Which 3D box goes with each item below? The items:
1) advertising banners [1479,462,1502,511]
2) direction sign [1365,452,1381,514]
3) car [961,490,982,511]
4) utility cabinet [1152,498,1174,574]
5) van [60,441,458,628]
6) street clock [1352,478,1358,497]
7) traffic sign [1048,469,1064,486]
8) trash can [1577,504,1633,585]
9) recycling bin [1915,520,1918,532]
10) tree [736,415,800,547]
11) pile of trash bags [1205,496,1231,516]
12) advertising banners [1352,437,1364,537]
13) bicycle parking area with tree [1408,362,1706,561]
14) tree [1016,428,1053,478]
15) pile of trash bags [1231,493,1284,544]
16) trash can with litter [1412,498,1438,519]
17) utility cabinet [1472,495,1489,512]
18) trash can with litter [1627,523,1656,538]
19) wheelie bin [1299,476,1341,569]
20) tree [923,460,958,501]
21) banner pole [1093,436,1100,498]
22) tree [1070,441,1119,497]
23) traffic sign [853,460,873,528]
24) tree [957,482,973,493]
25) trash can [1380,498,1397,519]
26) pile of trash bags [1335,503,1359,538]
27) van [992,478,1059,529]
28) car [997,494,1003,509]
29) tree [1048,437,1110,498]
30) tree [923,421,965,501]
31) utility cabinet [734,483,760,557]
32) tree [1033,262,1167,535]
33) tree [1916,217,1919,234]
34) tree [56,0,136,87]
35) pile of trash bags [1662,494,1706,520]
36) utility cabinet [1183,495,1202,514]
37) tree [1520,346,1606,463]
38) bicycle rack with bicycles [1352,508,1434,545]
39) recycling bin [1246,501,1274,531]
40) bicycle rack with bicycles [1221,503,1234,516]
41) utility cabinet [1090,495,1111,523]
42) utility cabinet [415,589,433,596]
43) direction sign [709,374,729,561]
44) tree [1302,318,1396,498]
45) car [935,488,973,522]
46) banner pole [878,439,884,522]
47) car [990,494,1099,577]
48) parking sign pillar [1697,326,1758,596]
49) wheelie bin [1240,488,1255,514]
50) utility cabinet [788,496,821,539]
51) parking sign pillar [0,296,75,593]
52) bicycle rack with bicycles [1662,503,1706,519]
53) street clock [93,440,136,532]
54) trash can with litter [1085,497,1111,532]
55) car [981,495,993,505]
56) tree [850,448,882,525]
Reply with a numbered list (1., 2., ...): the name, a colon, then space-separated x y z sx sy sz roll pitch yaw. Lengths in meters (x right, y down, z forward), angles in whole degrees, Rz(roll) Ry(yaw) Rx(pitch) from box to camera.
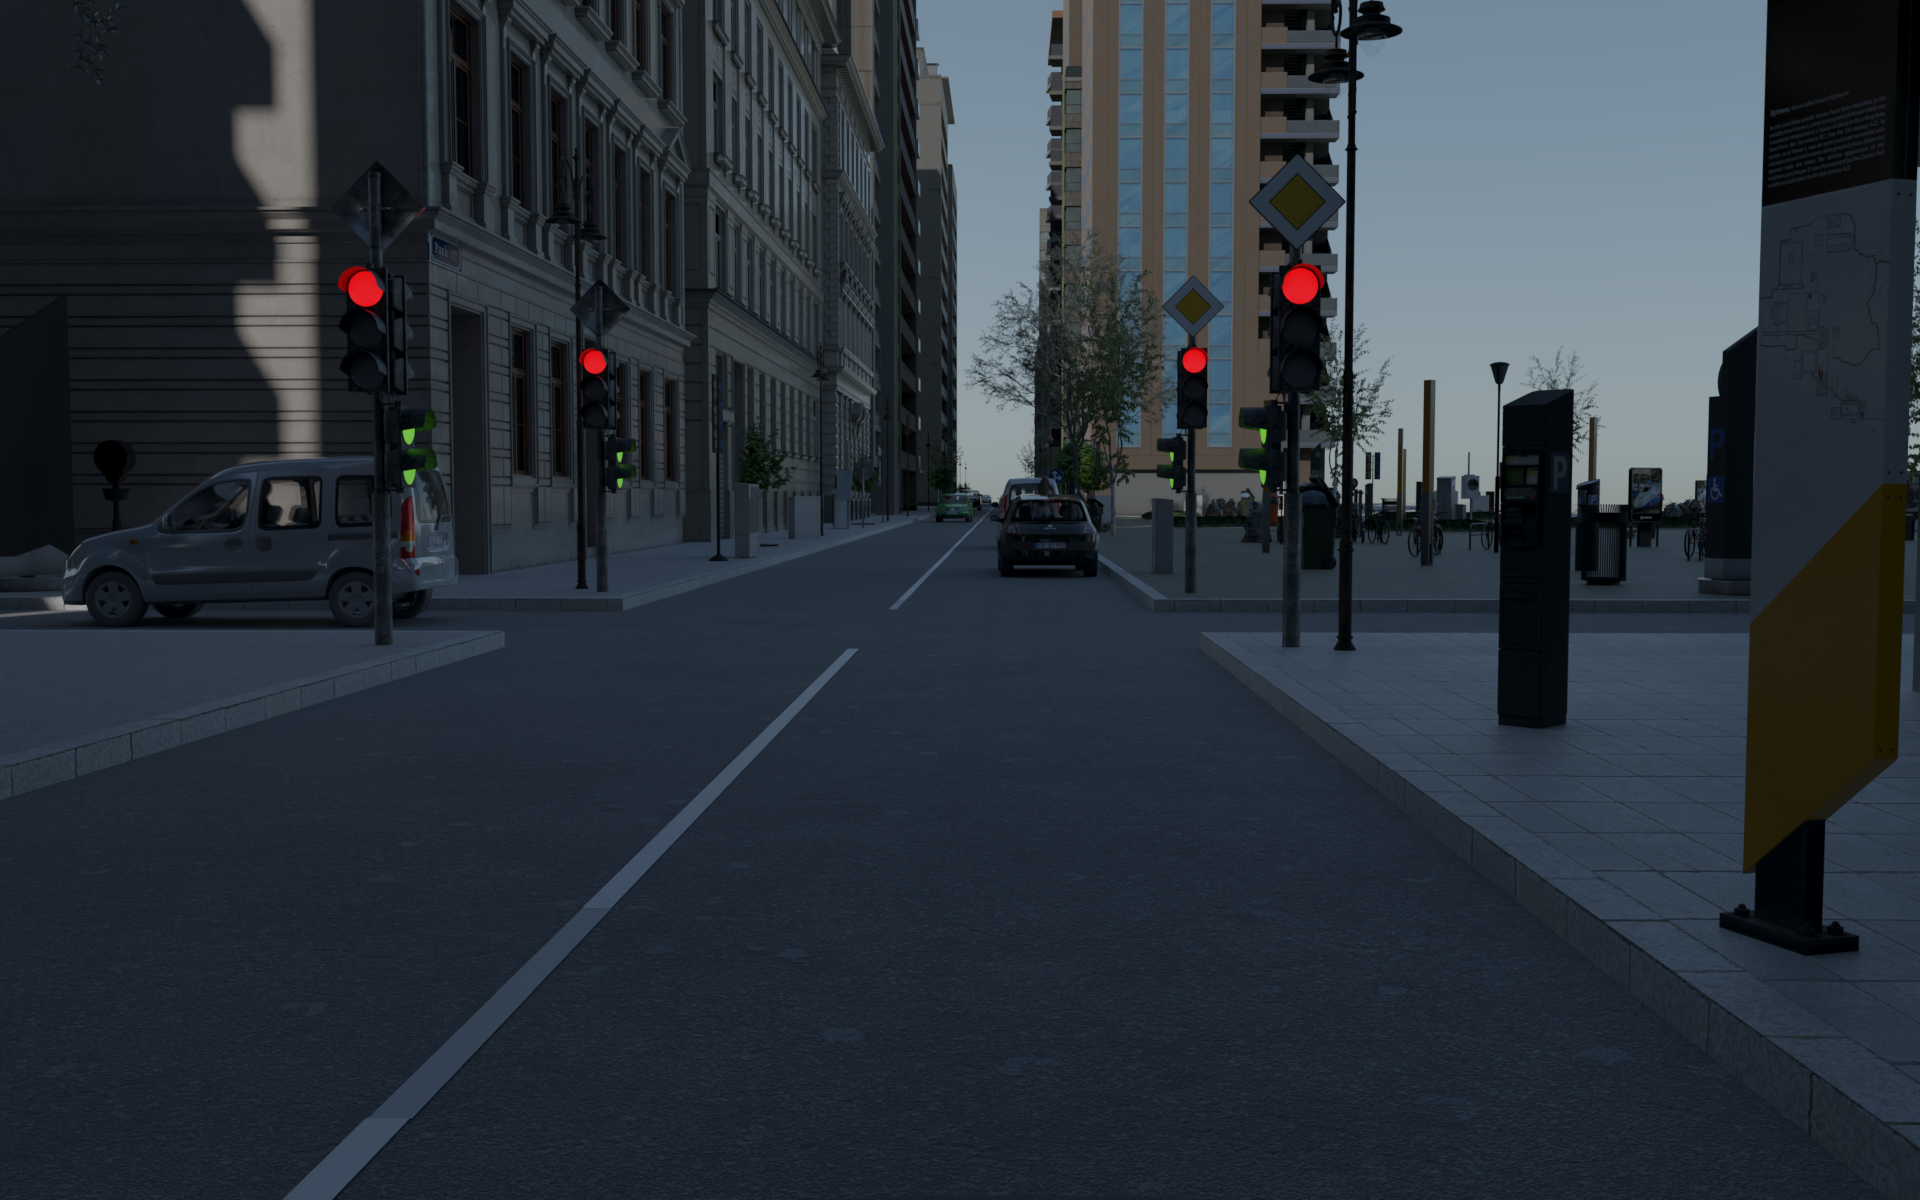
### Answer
1. advertising banners: 28.872 -6.007 94.406 2.074 3.025 0.090 3 4 37
2. direction sign: 22.241 -6.199 93.348 0.876 3.537 0.379 -1 4 -14
3. car: 0.847 -8.801 152.563 2.281 1.827 5.304 0 4 2
4. utility cabinet: 3.321 -1.052 28.368 0.306 1.237 1.020 0 4 3
5. van: -7.797 -0.753 19.326 4.112 2.044 2.013 0 4 1
6. street clock: 17.612 -4.477 77.774 0.358 2.002 0.471 -3 5 -41
7. traffic sign: 4.867 -5.364 87.807 0.768 2.556 0.104 0 4 4
8. trash can: 9.107 -0.785 24.483 0.748 1.137 0.748 0 3 0
9. recycling bin: 32.690 -2.868 59.448 0.722 1.027 0.722 3 5 42
10. tree: -5.015 -2.924 42.417 1.663 3.219 1.824 0 3 0
11. pile of trash bags: 14.367 -4.973 91.065 1.912 1.369 3.447 3 5 39
12. advertising banners: 12.053 -3.457 52.706 0.090 3.025 2.074 0 4 3
13. bicycle parking area with tree: 14.068 -3.030 36.539 8.231 4.147 9.016 3 5 44
14. tree: 8.272 -14.397 185.760 4.360 8.622 3.978 0 3 0
15. pile of trash bags: 8.336 -2.205 45.812 1.912 1.369 3.447 1 4 13
16. trash can with litter: 18.967 -3.638 70.872 1.055 1.170 0.624 -1 4 -17
17. utility cabinet: 27.244 -4.876 90.885 1.020 1.237 0.306 -1 4 -19
18. trash can with litter: 19.541 -2.353 49.865 0.624 1.170 1.055 -3 4 -39
19. wheelie bin: 6.093 -1.332 29.679 0.693 1.594 0.980 0 4 -4
20. tree: -1.880 -11.198 166.807 4.285 4.588 4.351 0 3 0
21. banner pole: 5.697 -5.031 72.266 0.401 3.779 0.863 -1 4 -18
22. tree: 4.569 -4.074 61.214 1.663 3.219 1.824 0 3 0
23. traffic sign: -3.658 -3.989 65.329 0.768 2.556 0.104 0 4 3
24. tree: 0.757 -15.425 246.793 1.663 3.219 1.824 0 3 0
25. trash can: 15.640 -3.137 62.945 0.748 1.137 0.748 0 3 0
26. pile of trash bags: 10.620 -2.486 50.398 1.912 1.369 3.447 1 4 12
27. van: 1.847 -2.377 45.881 2.013 2.044 4.112 0 4 1
28. car: 4.637 -9.693 168.267 2.009 1.686 4.222 0 4 1
29. tree: 6.144 -6.534 90.545 4.285 4.588 4.351 0 3 0
30. tree: -1.928 -13.562 172.102 4.360 8.622 3.978 0 3 0
31. utility cabinet: -4.296 -1.614 35.060 0.318 1.500 1.173 0 4 3
32. tree: 4.630 -6.352 54.215 4.737 8.622 4.395 0 3 0
33. tree: 23.568 -5.552 41.146 4.737 8.622 4.395 0 3 0
34. tree: -6.154 -5.951 7.670 12.009 13.543 11.850 0 3 0
35. pile of trash bags: 31.698 -4.066 76.227 3.447 1.369 1.912 -2 4 -26
36. utility cabinet: 13.093 -5.272 97.356 1.020 1.237 0.306 0 4 -1
37. tree: 30.008 -8.369 87.189 4.360 8.622 3.978 0 3 0
38. bicycle rack with bicycles: 11.231 -1.931 44.958 2.852 0.926 2.925 1 4 16
39. recycling bin: 10.393 -2.897 59.917 0.722 1.027 0.722 -2 4 -26
40. bicycle rack with bicycles: 12.231 -3.708 74.014 2.852 0.926 2.925 1 4 11
41. utility cabinet: 6.307 -4.038 77.182 1.020 1.237 0.306 -2 4 -24
42. utility cabinet: -7.210 -0.664 22.023 1.020 1.237 0.306 1 4 21
43. direction sign: -4.625 -2.513 33.086 0.379 3.537 0.876 0 4 4
44. tree: 16.149 -7.527 73.427 4.737 8.622 4.395 0 3 0
45. car: -0.292 -4.895 88.832 1.959 1.807 4.718 0 4 3
46. banner pole: -3.551 -5.381 77.998 0.401 3.779 0.863 1 4 17
47. car: 1.549 -1.323 31.416 2.009 1.686 4.222 0 4 0
48. parking sign pillar: 10.321 -2.067 22.271 1.447 3.967 1.447 -1 4 -10
49. wheelie bin: 14.267 -4.774 85.967 0.693 1.594 0.980 0 4 0
50. utility cabinet: -4.475 -2.360 49.749 0.306 1.237 1.020 3 5 43
51. parking sign pillar: -12.593 -2.121 23.147 1.447 3.967 1.447 2 4 27
52. bicycle rack with bicycles: 27.903 -3.312 67.535 2.852 0.926 2.925 2 4 32
53. street clock: -11.347 -1.145 23.299 0.471 2.002 0.358 0 4 5
54. trash can with litter: 4.715 -2.894 58.699 1.055 1.170 0.624 -3 4 -39
55. car: 3.355 -13.484 232.818 2.083 1.381 4.827 0 4 2
56. tree: -4.118 -4.797 73.026 1.663 3.219 1.824 0 3 0
